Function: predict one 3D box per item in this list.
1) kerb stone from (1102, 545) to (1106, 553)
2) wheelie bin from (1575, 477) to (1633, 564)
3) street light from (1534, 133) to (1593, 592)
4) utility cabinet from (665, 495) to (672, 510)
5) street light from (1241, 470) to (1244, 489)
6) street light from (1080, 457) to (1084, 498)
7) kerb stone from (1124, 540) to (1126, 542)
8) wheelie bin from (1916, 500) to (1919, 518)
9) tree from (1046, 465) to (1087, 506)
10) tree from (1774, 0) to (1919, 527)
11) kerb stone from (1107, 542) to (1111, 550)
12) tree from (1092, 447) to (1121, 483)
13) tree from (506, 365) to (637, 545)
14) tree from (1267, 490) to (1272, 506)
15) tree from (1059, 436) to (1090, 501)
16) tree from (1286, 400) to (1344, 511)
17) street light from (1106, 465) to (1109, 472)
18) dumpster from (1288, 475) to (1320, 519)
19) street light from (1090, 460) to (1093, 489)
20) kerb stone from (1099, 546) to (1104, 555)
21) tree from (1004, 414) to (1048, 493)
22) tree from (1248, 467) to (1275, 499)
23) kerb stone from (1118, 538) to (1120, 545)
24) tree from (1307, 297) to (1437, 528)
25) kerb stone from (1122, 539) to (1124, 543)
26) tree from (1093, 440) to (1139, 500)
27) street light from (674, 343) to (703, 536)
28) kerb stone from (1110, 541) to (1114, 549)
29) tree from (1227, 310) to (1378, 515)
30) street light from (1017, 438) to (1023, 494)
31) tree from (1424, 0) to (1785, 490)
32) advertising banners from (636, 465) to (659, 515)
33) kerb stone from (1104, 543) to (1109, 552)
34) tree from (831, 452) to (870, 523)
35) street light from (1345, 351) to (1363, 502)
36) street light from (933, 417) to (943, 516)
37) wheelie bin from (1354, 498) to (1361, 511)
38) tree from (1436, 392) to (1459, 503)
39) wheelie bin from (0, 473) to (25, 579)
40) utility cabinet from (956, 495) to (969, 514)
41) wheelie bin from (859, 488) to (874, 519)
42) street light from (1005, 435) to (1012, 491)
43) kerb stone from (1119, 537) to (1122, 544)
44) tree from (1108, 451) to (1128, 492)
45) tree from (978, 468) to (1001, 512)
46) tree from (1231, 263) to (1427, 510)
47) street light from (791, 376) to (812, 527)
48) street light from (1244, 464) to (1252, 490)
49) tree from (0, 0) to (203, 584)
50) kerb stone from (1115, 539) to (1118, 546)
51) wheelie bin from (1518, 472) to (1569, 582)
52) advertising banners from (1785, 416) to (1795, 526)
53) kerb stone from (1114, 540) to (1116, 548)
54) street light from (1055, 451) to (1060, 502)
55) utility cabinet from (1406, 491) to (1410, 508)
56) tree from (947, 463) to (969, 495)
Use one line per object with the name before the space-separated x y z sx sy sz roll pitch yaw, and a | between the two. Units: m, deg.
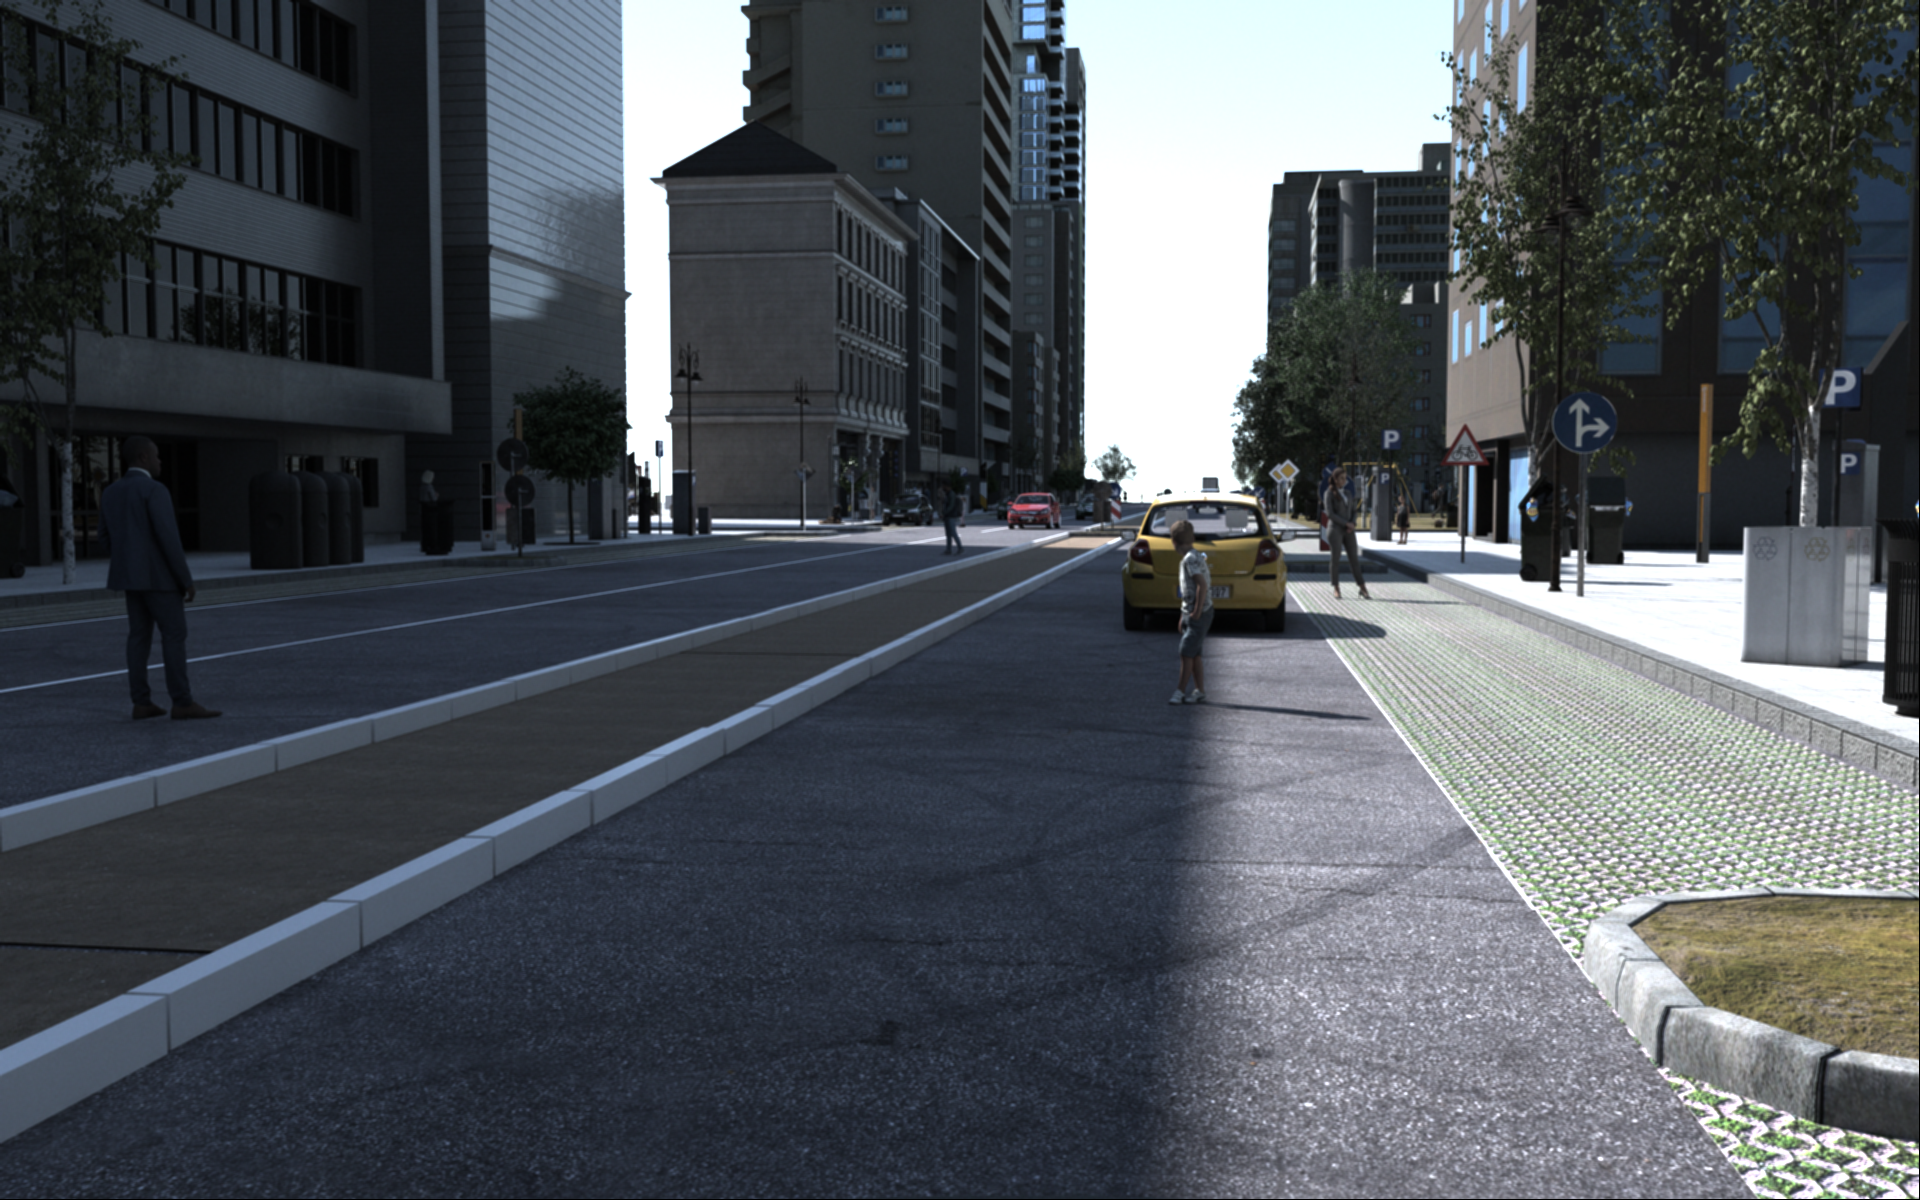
kerb stone | 3.352 -1.178 41.463 0.120 0.150 1.000 1 4 8
wheelie bin | 11.789 -1.459 31.770 0.980 1.594 0.693 1 4 14
street light | 7.847 -3.051 22.665 0.468 5.910 1.993 1 4 8
utility cabinet | -23.940 -8.075 143.183 1.020 1.237 0.306 2 4 33
street light | 42.927 -17.652 261.392 0.468 5.910 1.993 1 4 8
street light | 14.825 -14.538 210.479 0.468 5.910 1.993 1 4 8
kerb stone | 4.692 -1.737 50.601 0.120 0.150 1.000 1 4 8
wheelie bin | 16.164 -1.253 28.391 0.980 1.594 0.693 3 5 42
tree | 11.391 -12.852 193.836 4.285 4.588 4.351 0 3 0
tree | 7.378 -3.978 15.395 4.737 8.622 4.395 0 3 0
kerb stone | 3.642 -1.297 43.497 0.120 0.150 1.000 1 4 8
tree | 22.542 -19.297 265.869 4.360 8.622 3.978 0 3 0
tree | -9.874 -3.700 44.213 4.285 4.588 4.351 0 3 0
tree | 33.293 -11.851 188.363 1.663 3.219 1.824 0 3 0
tree | 14.592 -16.354 217.756 4.737 8.622 4.395 0 3 0
tree | 24.522 -10.094 115.396 4.737 8.622 4.395 0 3 0
street light | 21.993 -17.528 259.368 0.468 5.910 1.993 1 4 8
dumpster | 17.481 -5.232 88.033 1.502 2.255 1.985 1 4 8
street light | 17.198 -15.484 225.957 0.468 5.910 1.993 1 4 8
kerb stone | 3.201 -1.112 40.443 0.120 0.150 1.000 1 4 8
tree | 6.068 -12.624 156.760 4.360 8.622 3.978 0 3 0
tree | 30.521 -11.566 172.823 4.285 4.588 4.351 0 3 0
kerb stone | 4.243 -1.544 47.557 0.120 0.150 1.000 1 4 8
tree | 15.110 -6.968 64.283 4.360 8.622 3.978 0 3 0
kerb stone | 4.530 -1.671 49.589 0.120 0.150 1.000 1 4 8
tree | 27.363 -22.348 299.801 8.767 10.594 7.601 -2 4 -28
street light | -8.267 -4.905 52.985 0.468 5.910 1.993 1 4 8
kerb stone | 3.791 -1.365 44.508 0.120 0.150 1.000 1 4 8
tree | 20.815 -11.512 105.231 9.611 12.733 9.660 0 3 0
street light | 4.931 -10.435 143.406 0.468 5.910 1.993 1 4 8
tree | 9.098 -4.675 26.804 4.737 8.622 4.395 0 3 0
advertising banners | -18.967 -6.669 105.232 0.090 3.025 2.074 2 4 32
kerb stone | 3.500 -1.236 42.474 0.120 0.150 1.000 1 4 8
tree | -4.778 -5.124 78.379 1.663 3.219 1.824 0 3 0
street light | 12.761 -5.103 56.215 0.468 5.910 1.993 1 4 8
street light | -1.240 -7.879 101.613 0.468 5.910 1.993 1 4 8
wheelie bin | 30.444 -7.692 133.672 0.980 1.594 0.693 0 4 -7
tree | 33.717 -10.341 119.431 4.360 8.622 3.978 0 3 0
wheelie bin | -14.670 -1.123 26.271 0.980 1.594 0.693 1 4 20
utility cabinet | 0.038 -6.102 110.932 1.020 1.237 0.306 -2 4 -26
wheelie bin | -4.850 -5.004 89.730 0.693 1.594 0.980 2 4 25
street light | 3.861 -9.942 135.333 0.468 5.910 1.993 1 4 8
kerb stone | 4.397 -1.613 48.567 0.120 0.150 1.000 1 4 8
tree | 25.986 -20.571 286.699 4.737 8.622 4.395 0 3 0
tree | 2.148 -8.110 127.200 1.663 3.219 1.824 0 3 0
tree | 17.285 -9.327 78.249 9.928 11.665 9.643 0 3 0
street light | -6.184 -5.802 67.657 0.468 5.910 1.993 1 4 8
street light | 38.048 -15.609 227.993 0.468 5.910 1.993 1 4 8
tree | -12.917 -4.528 24.393 4.737 8.622 4.395 0 3 0
kerb stone | 4.098 -1.485 46.541 0.120 0.150 1.000 1 4 8
wheelie bin | 8.623 -1.083 25.607 0.693 1.594 0.980 1 4 21
advertising banners | 17.315 -2.441 36.102 0.090 3.025 2.074 2 4 28
kerb stone | 3.943 -1.427 45.525 0.120 0.150 1.000 1 4 8
street light | 9.874 -12.478 176.796 0.468 5.910 1.993 1 4 8
utility cabinet | 35.162 -7.766 135.652 0.318 1.500 1.173 1 4 22
tree | -0.375 -6.932 107.941 1.663 3.219 1.824 0 3 0
